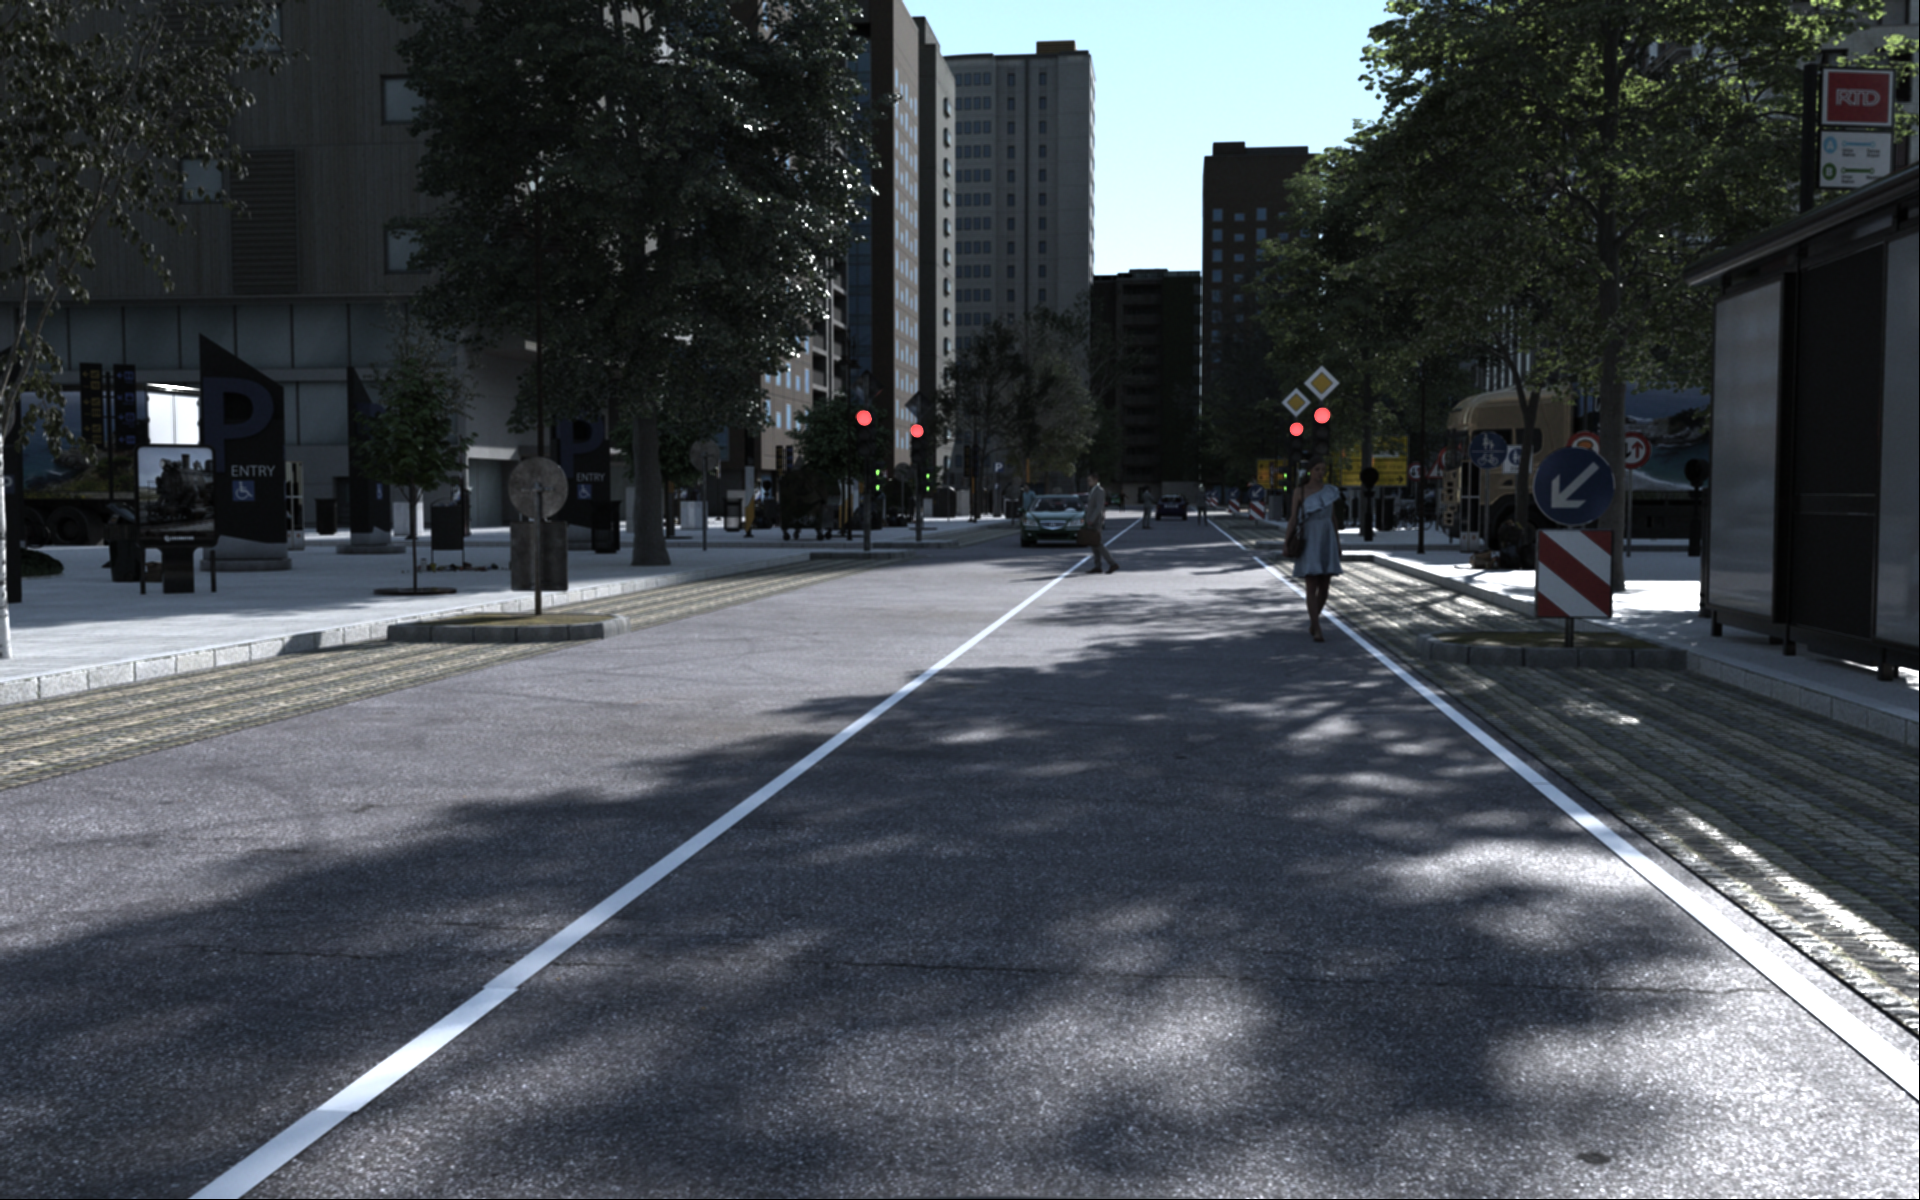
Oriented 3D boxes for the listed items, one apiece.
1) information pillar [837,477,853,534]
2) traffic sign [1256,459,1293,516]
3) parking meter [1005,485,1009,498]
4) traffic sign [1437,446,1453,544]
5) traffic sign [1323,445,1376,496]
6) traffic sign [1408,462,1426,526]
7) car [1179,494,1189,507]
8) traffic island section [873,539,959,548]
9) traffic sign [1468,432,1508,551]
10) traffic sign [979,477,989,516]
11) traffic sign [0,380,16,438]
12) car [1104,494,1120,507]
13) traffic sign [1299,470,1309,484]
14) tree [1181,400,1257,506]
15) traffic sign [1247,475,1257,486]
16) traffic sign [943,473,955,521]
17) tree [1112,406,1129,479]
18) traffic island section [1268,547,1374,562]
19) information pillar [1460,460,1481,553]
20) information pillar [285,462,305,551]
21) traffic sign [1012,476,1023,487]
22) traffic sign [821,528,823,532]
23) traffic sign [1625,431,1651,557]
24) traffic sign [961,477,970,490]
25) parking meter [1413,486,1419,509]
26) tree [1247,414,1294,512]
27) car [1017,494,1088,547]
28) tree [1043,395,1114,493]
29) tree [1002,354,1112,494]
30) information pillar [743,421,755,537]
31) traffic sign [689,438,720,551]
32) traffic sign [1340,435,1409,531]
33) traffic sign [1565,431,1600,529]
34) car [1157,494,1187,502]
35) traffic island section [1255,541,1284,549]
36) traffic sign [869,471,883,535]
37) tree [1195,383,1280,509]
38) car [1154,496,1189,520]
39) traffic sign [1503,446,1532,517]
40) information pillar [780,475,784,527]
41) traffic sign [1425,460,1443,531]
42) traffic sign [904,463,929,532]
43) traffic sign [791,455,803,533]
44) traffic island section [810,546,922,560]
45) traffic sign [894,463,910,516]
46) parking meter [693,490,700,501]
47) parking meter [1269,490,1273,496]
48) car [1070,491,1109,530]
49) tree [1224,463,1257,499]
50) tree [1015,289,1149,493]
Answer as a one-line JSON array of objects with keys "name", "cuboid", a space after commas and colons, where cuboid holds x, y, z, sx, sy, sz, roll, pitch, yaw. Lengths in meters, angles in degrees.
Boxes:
[{"name": "information pillar", "cuboid": [-3.722, -3.967, 56.222, 0.504, 3.616, 0.183, -2, 4, -34]}, {"name": "traffic sign", "cuboid": [18.236, -6.481, 99.834, 2.265, 3.308, 0.079, 1, 4, 15]}, {"name": "parking meter", "cuboid": [3.027, -6.259, 108.050, 0.399, 1.863, 0.255, 3, 4, 36]}, {"name": "traffic sign", "cuboid": [12.746, -2.739, 44.888, 0.768, 2.556, 0.104, 1, 4, 10]}, {"name": "traffic sign", "cuboid": [15.607, -4.640, 69.745, 2.265, 3.308, 0.079, 0, 4, 8]}, {"name": "traffic sign", "cuboid": [18.112, -4.202, 68.812, 0.768, 2.556, 0.104, 1, 4, 10]}, {"name": "car", "cuboid": [18.100, -8.243, 144.561, 2.009, 1.686, 4.222, 0, 4, 6]}, {"name": "traffic island section", "cuboid": [-1.140, -1.517, 47.086, 2.009, 0.180, 2.903, 0, 4, 7]}, {"name": "traffic sign", "cuboid": [10.772, -2.158, 35.396, 0.768, 2.556, 0.104, 1, 4, 13]}, {"name": "traffic sign", "cuboid": [1.403, -6.073, 101.424, 0.606, 2.300, 0.079, 1, 4, 9]}, {"name": "traffic sign", "cuboid": [-10.381, -1.120, 18.422, 0.768, 2.556, 0.104, 1, 4, 12]}, {"name": "car", "cuboid": [16.901, -11.176, 191.529, 1.959, 1.807, 4.718, 0, 4, 7]}, {"name": "traffic sign", "cuboid": [14.581, -4.337, 73.047, 0.606, 2.300, 0.079, 1, 4, 12]}, {"name": "tree", "cuboid": [28.617, -16.610, 188.585, 9.611, 12.733, 9.660, 0, 3, 0]}, {"name": "traffic sign", "cuboid": [19.778, -7.149, 116.890, 0.884, 2.594, 0.081, 1, 4, 9]}, {"name": "traffic sign", "cuboid": [-0.540, -4.901, 82.254, 0.606, 2.300, 0.079, 1, 4, 17]}, {"name": "tree", "cuboid": [15.600, -17.178, 198.983, 7.486, 12.596, 7.792, 0, 3, 0]}, {"name": "traffic island section", "cuboid": [7.890, -0.956, 37.918, 2.009, 0.180, 2.903, 0, 4, 7]}, {"name": "information pillar", "cuboid": [11.124, -2.035, 37.761, 0.304, 2.012, 0.304, -1, 4, -22]}, {"name": "information pillar", "cuboid": [-15.115, -2.130, 39.311, 0.304, 2.012, 0.304, 3, 4, 36]}, {"name": "traffic sign", "cuboid": [4.015, -7.451, 121.934, 0.768, 2.556, 0.104, 1, 4, 9]}, {"name": "traffic sign", "cuboid": [-4.593, -3.514, 57.461, 0.884, 2.594, 0.081, 1, 4, 14]}, {"name": "traffic sign", "cuboid": [13.615, -2.146, 35.197, 0.768, 2.556, 0.104, 1, 4, 10]}, {"name": "traffic sign", "cuboid": [0.368, -6.194, 103.403, 0.606, 2.300, 0.079, 1, 4, 10]}, {"name": "parking meter", "cuboid": [31.320, -6.928, 118.978, 0.399, 1.863, 0.255, 2, 4, 29]}, {"name": "tree", "cuboid": [21.948, -10.570, 123.175, 4.360, 8.622, 3.978, 0, 3, 0]}, {"name": "car", "cuboid": [2.707, -2.229, 48.242, 2.131, 1.459, 4.920, 0, 4, 6]}, {"name": "tree", "cuboid": [12.342, -15.631, 181.324, 9.928, 11.665, 9.643, 0, 3, 0]}, {"name": "tree", "cuboid": [7.328, -13.418, 137.505, 7.486, 12.596, 7.792, 0, 3, 0]}, {"name": "information pillar", "cuboid": [-6.249, -3.673, 51.409, 0.183, 3.616, 0.504, 1, 4, 18]}, {"name": "traffic sign", "cuboid": [-5.802, -2.396, 39.285, 0.768, 2.556, 0.104, 1, 4, 16]}, {"name": "traffic sign", "cuboid": [14.222, -4.014, 59.498, 2.265, 3.308, 0.079, 1, 4, 15]}, {"name": "traffic sign", "cuboid": [12.600, -2.133, 34.988, 0.768, 2.556, 0.104, 1, 4, 14]}, {"name": "car", "cuboid": [14.246, -6.524, 116.451, 2.009, 1.686, 4.222, 1, 4, 8]}, {"name": "traffic island section", "cuboid": [8.874, -1.441, 45.843, 2.009, 0.180, 2.903, 0, 4, 7]}, {"name": "traffic sign", "cuboid": [-2.831, -3.318, 54.247, 0.884, 2.594, 0.081, 1, 4, 14]}, {"name": "tree", "cuboid": [24.585, -13.900, 153.015, 9.928, 11.665, 9.643, 0, 3, 0]}, {"name": "car", "cuboid": [11.678, -5.080, 95.637, 1.945, 1.354, 3.894, 0, 4, 7]}, {"name": "traffic sign", "cuboid": [11.614, -2.080, 36.143, 0.606, 2.300, 0.079, 1, 4, 12]}, {"name": "information pillar", "cuboid": [-6.602, -3.736, 65.572, 0.304, 2.012, 0.304, 2, 4, 27]}, {"name": "traffic sign", "cuboid": [16.456, -3.645, 59.596, 0.884, 2.594, 0.081, 1, 4, 11]}, {"name": "traffic sign", "cuboid": [-1.489, -3.615, 59.115, 0.884, 2.594, 0.081, 1, 4, 12]}, {"name": "traffic sign", "cuboid": [-5.260, -3.476, 56.829, 0.884, 2.594, 0.081, 1, 4, 15]}, {"name": "traffic island section", "cuboid": [-2.124, -1.032, 39.162, 2.009, 0.180, 2.903, 0, 4, 7]}, {"name": "traffic sign", "cuboid": [-2.329, -4.293, 70.302, 0.768, 2.556, 0.104, 1, 4, 16]}, {"name": "parking meter", "cuboid": [-14.750, -5.424, 97.096, 0.372, 1.533, 0.369, 0, 3, 0]}, {"name": "parking meter", "cuboid": [19.097, -6.155, 106.343, 0.255, 1.863, 0.399, 1, 4, 9]}, {"name": "car", "cuboid": [4.963, -3.751, 70.370, 2.155, 1.783, 4.494, 0, 4, 6]}, {"name": "tree", "cuboid": [27.902, -11.517, 172.014, 4.285, 4.588, 4.351, 0, 3, 0]}, {"name": "tree", "cuboid": [11.642, -18.468, 157.839, 12.611, 20.169, 13.585, 0, 3, 0]}]
